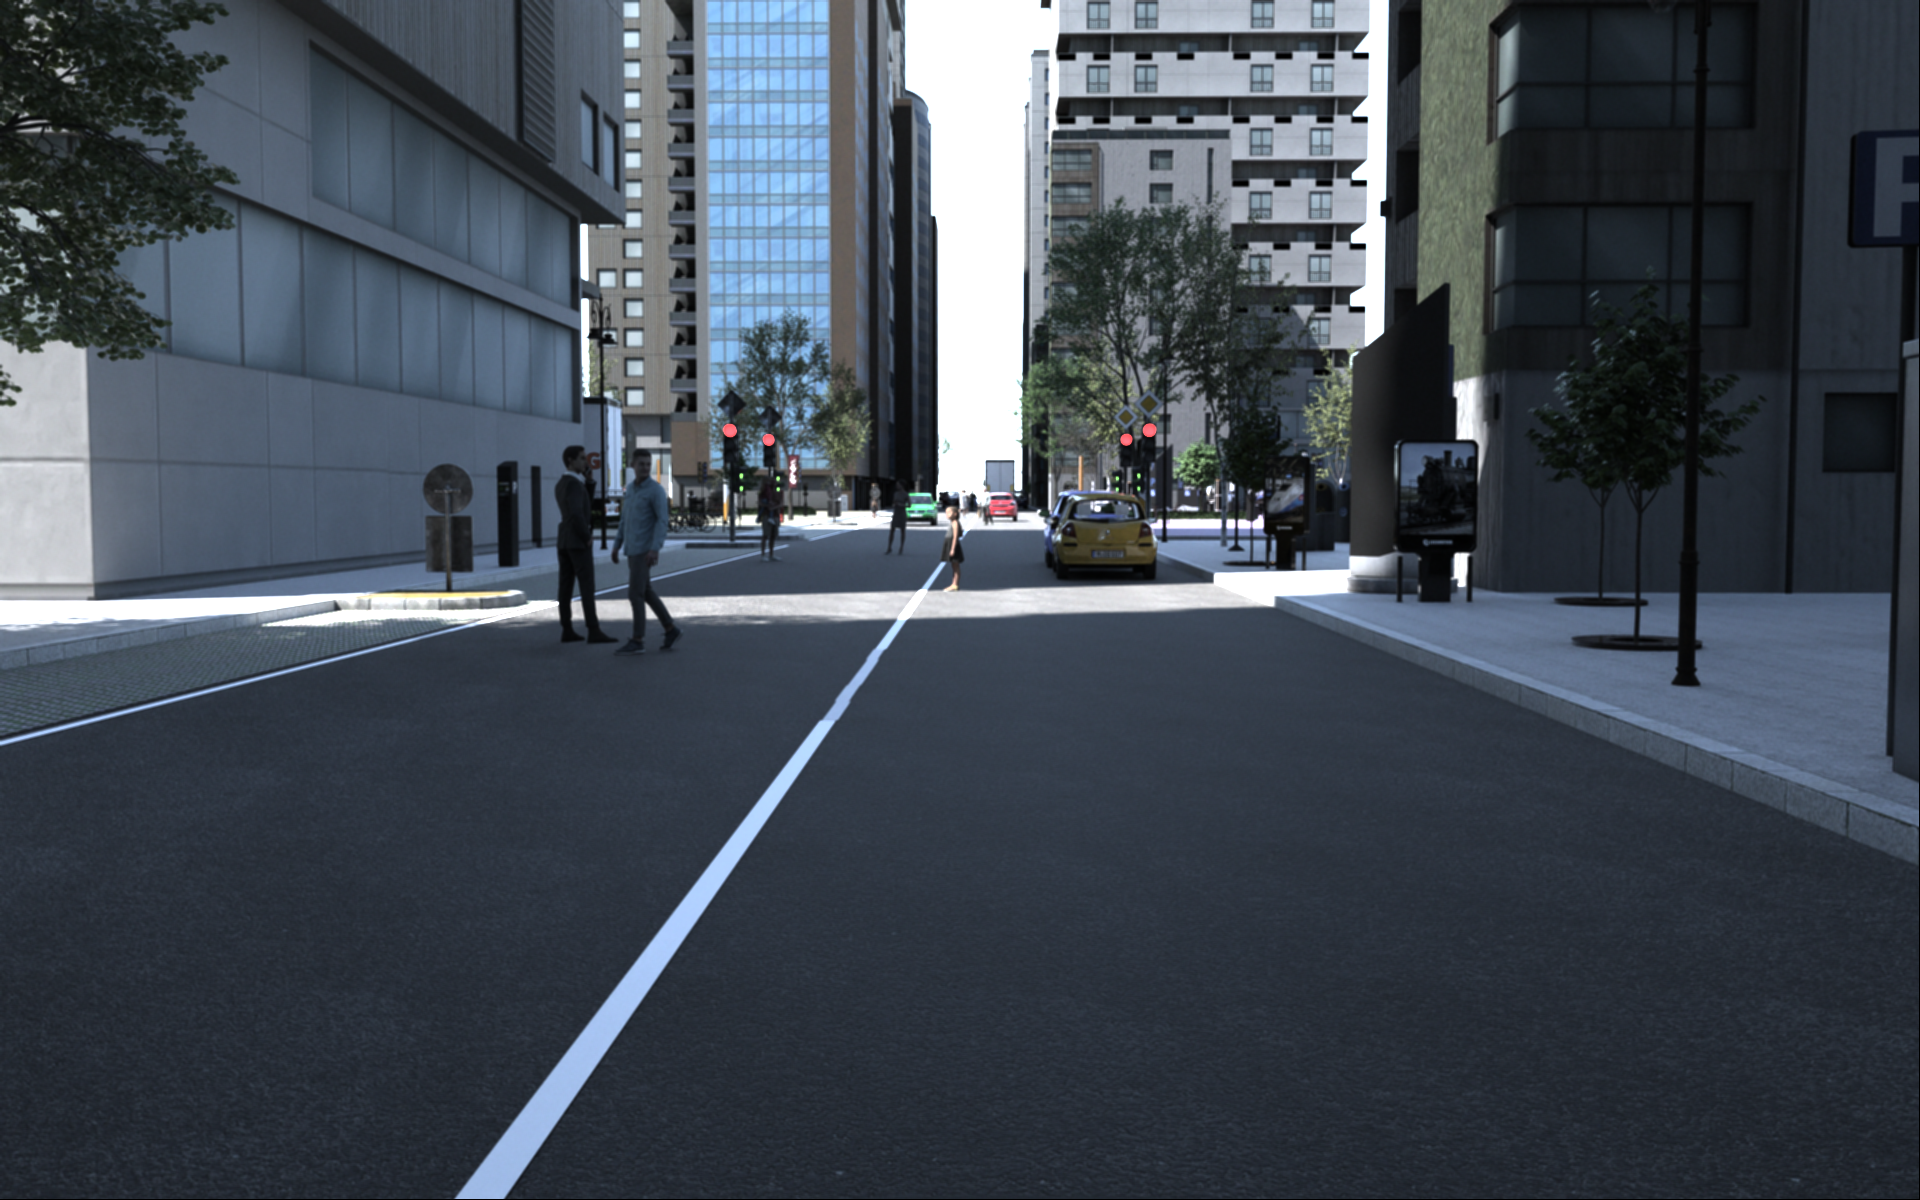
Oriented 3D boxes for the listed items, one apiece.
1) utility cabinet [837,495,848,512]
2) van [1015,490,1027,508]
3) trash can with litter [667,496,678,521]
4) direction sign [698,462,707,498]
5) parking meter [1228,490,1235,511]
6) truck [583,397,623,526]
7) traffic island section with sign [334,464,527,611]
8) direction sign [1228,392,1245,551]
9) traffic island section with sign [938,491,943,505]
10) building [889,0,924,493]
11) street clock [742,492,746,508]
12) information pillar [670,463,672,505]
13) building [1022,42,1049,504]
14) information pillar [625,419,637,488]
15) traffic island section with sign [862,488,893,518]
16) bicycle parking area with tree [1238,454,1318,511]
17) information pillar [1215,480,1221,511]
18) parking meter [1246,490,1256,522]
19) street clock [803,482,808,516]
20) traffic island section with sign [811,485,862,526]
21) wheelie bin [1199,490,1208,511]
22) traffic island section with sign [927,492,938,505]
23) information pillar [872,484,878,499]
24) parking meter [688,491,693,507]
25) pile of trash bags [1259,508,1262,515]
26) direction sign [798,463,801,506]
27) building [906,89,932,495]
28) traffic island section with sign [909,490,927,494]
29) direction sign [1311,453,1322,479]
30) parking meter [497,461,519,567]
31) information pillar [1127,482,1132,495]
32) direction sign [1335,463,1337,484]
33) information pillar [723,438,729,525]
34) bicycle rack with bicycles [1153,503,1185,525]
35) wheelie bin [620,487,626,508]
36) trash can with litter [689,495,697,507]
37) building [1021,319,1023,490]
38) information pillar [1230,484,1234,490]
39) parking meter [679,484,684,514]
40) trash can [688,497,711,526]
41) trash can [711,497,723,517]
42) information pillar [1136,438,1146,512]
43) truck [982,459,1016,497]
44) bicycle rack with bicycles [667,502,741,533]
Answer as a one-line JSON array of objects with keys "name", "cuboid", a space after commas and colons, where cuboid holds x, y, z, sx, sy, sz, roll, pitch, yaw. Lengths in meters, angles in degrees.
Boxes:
[{"name": "utility cabinet", "cuboid": [-8.712, -7.099, 127.234, 1.020, 1.237, 0.306, -3, 5, -41]}, {"name": "van", "cuboid": [5.762, -10.203, 173.824, 2.013, 2.044, 4.112, 0, 4, 1]}, {"name": "trash can with litter", "cuboid": [-13.670, -4.246, 80.481, 1.678, 1.210, 2.233, 0, 4, -7]}, {"name": "direction sign", "cuboid": [-18.298, -8.016, 123.059, 0.379, 3.537, 0.876, 3, 4, 36]}, {"name": "parking meter", "cuboid": [15.914, -5.696, 101.548, 0.372, 1.533, 0.369, 0, 3, 0]}, {"name": "truck", "cuboid": [-15.741, -3.793, 50.931, 11.283, 4.237, 2.839, 0, 4, -1]}, {"name": "traffic island section with sign", "cuboid": [-6.642, -0.822, 22.061, 1.989, 1.847, 2.006, 0, 4, 1]}, {"name": "direction sign", "cuboid": [6.249, -2.879, 39.067, 0.379, 3.537, 0.876, 1, 4, 21]}, {"name": "traffic island section with sign", "cuboid": [-2.569, -13.934, 236.445, 1.989, 1.847, 2.006, 0, 4, 1]}, {"name": "building", "cuboid": [-15.125, -48.005, 223.137, 20.563, 71.187, 20.611, 0, 4, 1]}, {"name": "street clock", "cuboid": [-16.207, -7.670, 129.970, 0.358, 2.002, 0.471, -1, 4, -11]}, {"name": "information pillar", "cuboid": [-21.613, -8.451, 129.532, 0.183, 3.616, 0.504, -1, 4, -19]}, {"name": "building", "cuboid": [19.627, -42.160, 231.315, 21.231, 58.520, 28.212, 0, 4, 1]}, {"name": "information pillar", "cuboid": [-10.352, -3.861, 54.478, 0.183, 3.616, 0.504, 2, 4, 27]}, {"name": "traffic island section with sign", "cuboid": [-5.069, -5.871, 104.623, 1.989, 1.847, 2.006, 0, 4, 1]}, {"name": "bicycle parking area with tree", "cuboid": [23.232, -8.449, 125.135, 8.231, 4.147, 9.016, 1, 4, 16]}, {"name": "information pillar", "cuboid": [13.367, -5.187, 89.302, 0.304, 2.012, 0.304, -1, 4, -12]}, {"name": "parking meter", "cuboid": [13.627, -4.607, 81.028, 0.399, 1.863, 0.255, 2, 4, 32]}, {"name": "street clock", "cuboid": [-8.931, -5.844, 100.112, 0.358, 2.002, 0.471, 0, 4, 0]}, {"name": "traffic island section with sign", "cuboid": [-5.590, -4.219, 77.612, 1.989, 1.847, 2.006, 0, 4, 1]}, {"name": "wheelie bin", "cuboid": [17.828, -7.285, 127.013, 0.980, 1.594, 0.693, -2, 4, -32]}, {"name": "traffic island section with sign", "cuboid": [-3.623, -10.530, 180.786, 1.989, 1.847, 2.006, 0, 4, 1]}, {"name": "information pillar", "cuboid": [-6.283, -7.550, 127.928, 0.304, 2.012, 0.304, -2, 4, -32]}, {"name": "parking meter", "cuboid": [-19.275, -7.065, 123.919, 0.372, 1.533, 0.369, 0, 3, 0]}, {"name": "pile of trash bags", "cuboid": [19.106, -5.826, 105.004, 3.447, 1.369, 1.912, 1, 4, 13]}, {"name": "direction sign", "cuboid": [-11.717, -8.209, 126.213, 0.379, 3.537, 0.876, -1, 4, -19]}, {"name": "building", "cuboid": [-14.996, -43.187, 248.101, 21.231, 58.520, 28.212, 0, 4, 1]}, {"name": "traffic island section with sign", "cuboid": [-4.158, -8.831, 153.014, 1.989, 1.847, 2.006, 0, 4, 1]}, {"name": "direction sign", "cuboid": [19.746, -6.360, 95.983, 0.876, 3.537, 0.379, -3, 4, -38]}, {"name": "parking meter", "cuboid": [-7.990, -1.523, 30.614, 0.255, 1.863, 0.399, 0, 4, 7]}, {"name": "information pillar", "cuboid": [10.428, -6.234, 106.414, 0.304, 2.012, 0.304, 1, 4, 17]}, {"name": "direction sign", "cuboid": [27.619, -8.275, 127.294, 0.379, 3.537, 0.876, 1, 4, 16]}, {"name": "information pillar", "cuboid": [-9.843, -4.985, 72.860, 0.183, 3.616, 0.504, 0, 4, 8]}, {"name": "bicycle rack with bicycles", "cuboid": [7.646, -3.664, 73.295, 2.852, 0.926, 2.925, -1, 4, -8]}, {"name": "wheelie bin", "cuboid": [-14.203, -4.088, 74.742, 0.980, 1.594, 0.693, 3, 4, 38]}, {"name": "trash can with litter", "cuboid": [-17.838, -6.570, 118.477, 2.233, 1.210, 1.678, -1, 4, -12]}, {"name": "building", "cuboid": [17.011, -31.209, 281.960, 14.160, 30.474, 14.107, 0, 4, 1]}, {"name": "information pillar", "cuboid": [16.159, -6.815, 102.782, 0.183, 3.616, 0.504, -1, 4, -12]}, {"name": "parking meter", "cuboid": [-16.244, -5.837, 101.151, 0.255, 1.863, 0.399, 0, 4, -7]}, {"name": "trash can", "cuboid": [-10.436, -3.491, 68.739, 0.748, 1.137, 0.748, 0, 3, 0]}, {"name": "trash can", "cuboid": [-13.557, -5.124, 95.434, 0.748, 1.137, 0.748, 0, 3, 0]}, {"name": "information pillar", "cuboid": [6.788, -4.459, 64.256, 0.504, 3.616, 0.183, 0, 4, 3]}, {"name": "truck", "cuboid": [3.289, -9.537, 144.850, 2.839, 4.237, 11.283, 0, 4, 1]}, {"name": "bicycle rack with bicycles", "cuboid": [-9.352, -2.749, 58.326, 2.925, 0.926, 2.852, -2, 4, -33]}]
